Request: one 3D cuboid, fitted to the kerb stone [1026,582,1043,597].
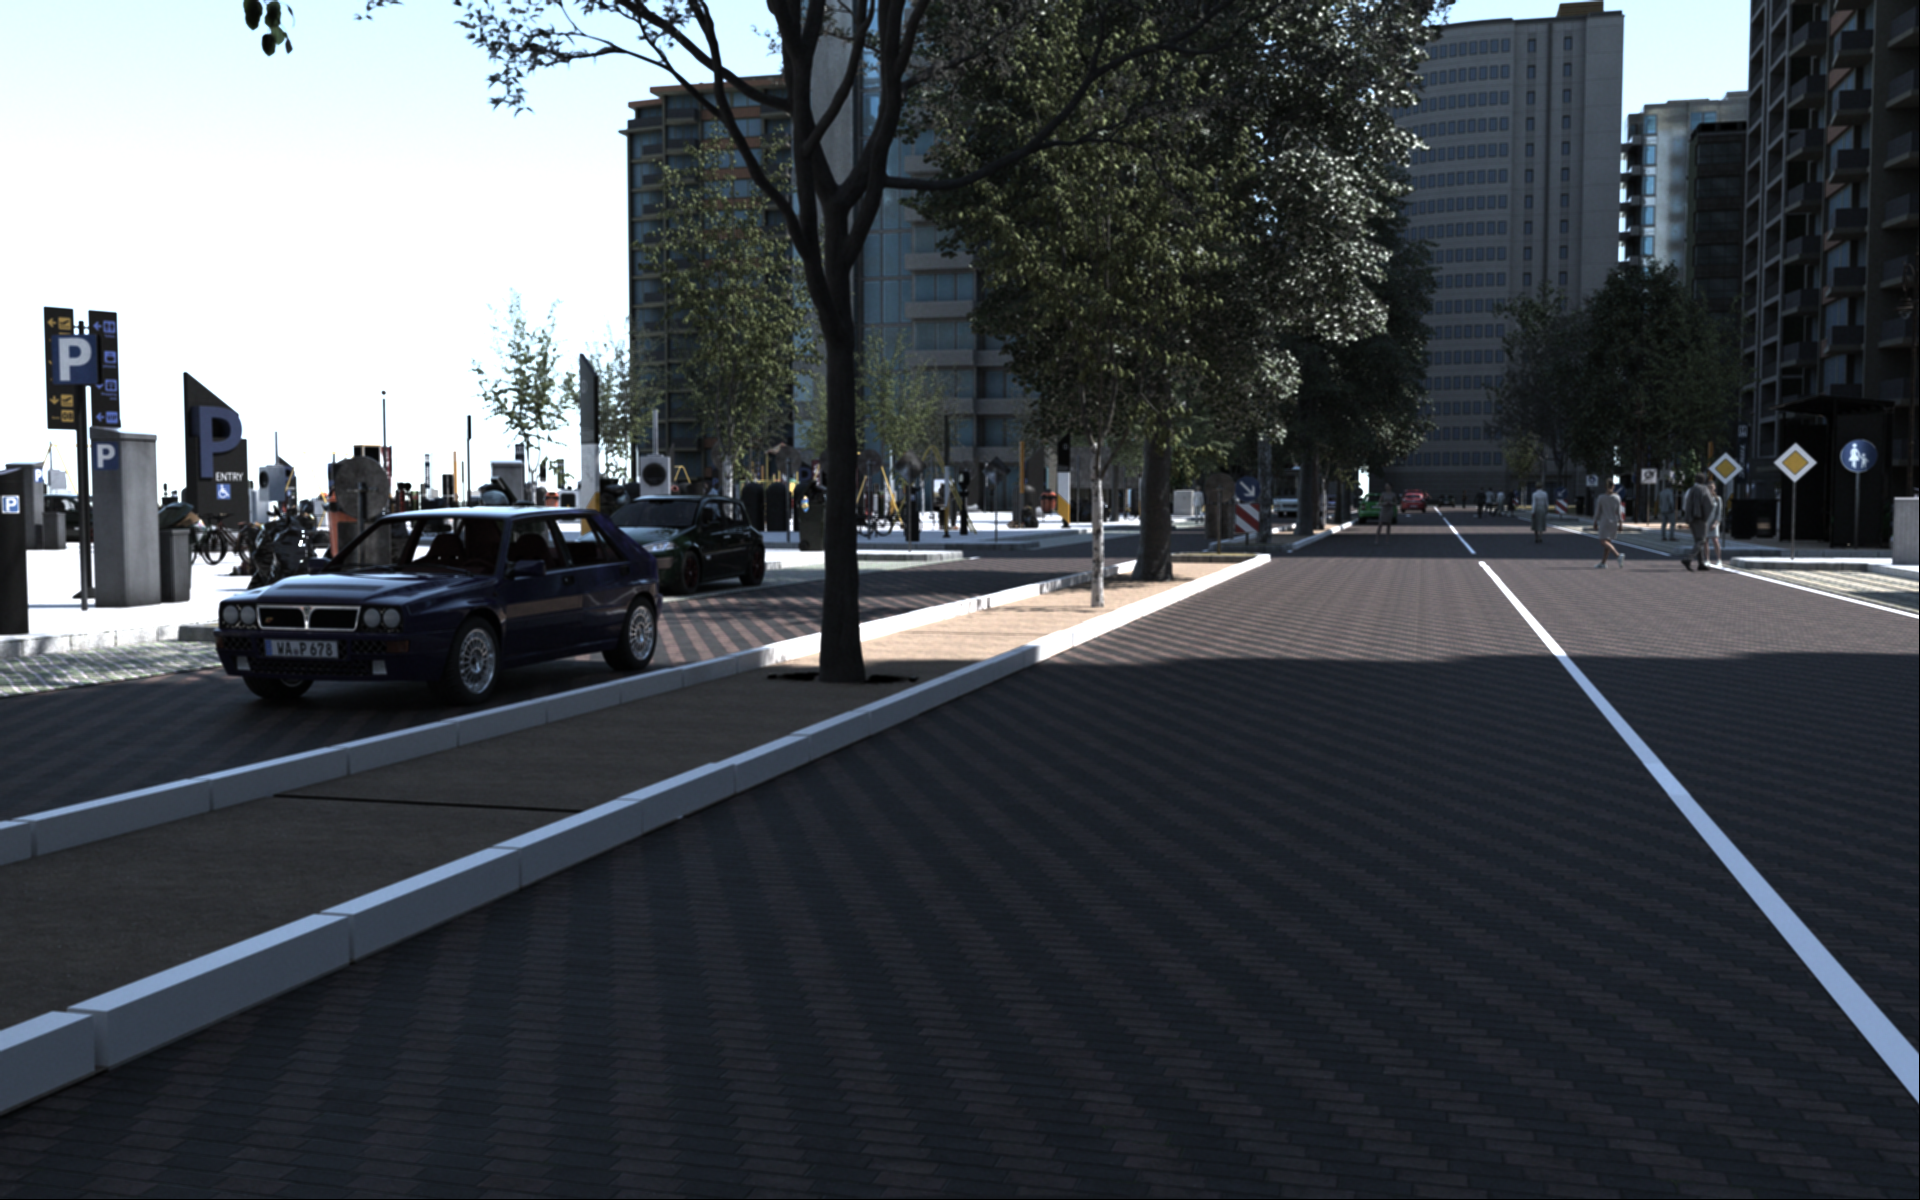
[{"bbox_3d":[0.951,-0.119,24.136,0.120,0.150,1.000,1,4,15],"label":"kerb stone"}]

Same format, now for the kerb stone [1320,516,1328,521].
[{"bbox_3d":[20.171,-4.511,95.951,0.120,0.150,1.000,1,4,15],"label":"kerb stone"}]

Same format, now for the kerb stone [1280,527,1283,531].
[{"bbox_3d":[11.958,-2.634,65.266,0.120,0.150,1.000,1,4,15],"label":"kerb stone"}]

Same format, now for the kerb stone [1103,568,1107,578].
[{"bbox_3d":[2.275,-0.417,29.092,0.120,0.150,1.000,1,4,15],"label":"kerb stone"}]

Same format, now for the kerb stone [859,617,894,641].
[{"bbox_3d":[-0.890,0.305,17.205,0.120,0.150,1.000,1,4,15],"label":"kerb stone"}]

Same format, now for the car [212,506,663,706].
[{"bbox_3d":[-3.763,-0.032,13.111,1.945,1.354,3.894,1,4,16],"label":"car"}]

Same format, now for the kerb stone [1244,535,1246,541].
[{"bbox_3d":[8.514,-1.847,52.393,0.120,0.150,1.000,1,4,15],"label":"kerb stone"}]

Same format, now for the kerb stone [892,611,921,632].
[{"bbox_3d":[-0.636,0.250,18.201,0.120,0.150,1.000,1,4,15],"label":"kerb stone"}]

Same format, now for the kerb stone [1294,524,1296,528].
[{"bbox_3d":[13.815,-3.049,72.203,0.120,0.150,1.000,1,4,15],"label":"kerb stone"}]

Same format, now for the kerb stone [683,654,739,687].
[{"bbox_3d":[-1.957,0.554,13.248,0.120,0.150,1.000,1,4,15],"label":"kerb stone"}]

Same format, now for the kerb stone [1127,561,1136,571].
[{"bbox_3d":[3.074,-0.603,32.069,0.120,0.150,1.000,1,4,15],"label":"kerb stone"}]

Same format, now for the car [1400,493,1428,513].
[{"bbox_3d":[35.039,-7.624,133.687,2.155,1.783,4.494,1,4,15],"label":"car"}]

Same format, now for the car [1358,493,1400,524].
[{"bbox_3d":[20.371,-4.618,84.295,1.959,1.807,4.718,1,4,15],"label":"car"}]

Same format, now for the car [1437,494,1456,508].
[{"bbox_3d":[51.829,-10.683,184.452,2.009,1.686,4.222,1,4,15],"label":"car"}]

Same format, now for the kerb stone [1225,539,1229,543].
[{"bbox_3d":[7.193,-1.540,47.445,0.120,0.150,1.000,1,4,15],"label":"kerb stone"}]

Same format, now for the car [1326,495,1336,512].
[{"bbox_3d":[29.082,-7.471,134.729,1.945,1.354,3.894,1,4,16],"label":"car"}]

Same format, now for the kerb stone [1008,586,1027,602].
[{"bbox_3d":[0.687,-0.058,23.143,0.120,0.150,1.000,1,4,15],"label":"kerb stone"}]

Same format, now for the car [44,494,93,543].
[{"bbox_3d":[-23.936,-2.285,47.147,4.222,1.686,2.009,1,4,15],"label":"car"}]

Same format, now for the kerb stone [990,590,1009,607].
[{"bbox_3d":[0.422,0.009,22.151,0.120,0.150,1.000,1,4,15],"label":"kerb stone"}]

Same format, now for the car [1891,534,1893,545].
[{"bbox_3d":[22.087,-1.672,36.132,4.718,1.807,1.959,1,4,13],"label":"car"}]

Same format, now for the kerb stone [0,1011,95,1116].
[{"bbox_3d":[-2.322,1.125,3.803,0.120,0.150,1.000,1,4,15],"label":"kerb stone"}]

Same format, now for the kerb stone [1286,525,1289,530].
[{"bbox_3d":[12.762,-2.816,68.229,0.120,0.150,1.000,1,4,15],"label":"kerb stone"}]

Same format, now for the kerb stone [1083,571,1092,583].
[{"bbox_3d":[2.007,-0.361,28.105,0.120,0.150,1.000,1,4,15],"label":"kerb stone"}]

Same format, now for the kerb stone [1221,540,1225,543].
[{"bbox_3d":[6.927,-1.479,46.448,0.120,0.150,1.000,1,4,15],"label":"kerb stone"}]

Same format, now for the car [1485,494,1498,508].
[{"bbox_3d":[52.266,-9.757,169.314,2.009,1.686,4.222,1,4,17],"label":"car"}]

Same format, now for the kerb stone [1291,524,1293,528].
[{"bbox_3d":[13.283,-2.933,70.220,0.120,0.150,1.000,1,4,15],"label":"kerb stone"}]

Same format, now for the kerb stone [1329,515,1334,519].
[{"bbox_3d":[21.756,-4.872,101.892,0.120,0.150,1.000,1,4,15],"label":"kerb stone"}]

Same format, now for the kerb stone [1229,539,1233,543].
[{"bbox_3d":[7.459,-1.603,48.435,0.120,0.150,1.000,1,4,15],"label":"kerb stone"}]

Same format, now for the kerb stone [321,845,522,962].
[{"bbox_3d":[-1.780,1.004,5.791,0.120,0.150,1.000,1,4,15],"label":"kerb stone"}]

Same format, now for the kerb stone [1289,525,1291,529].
[{"bbox_3d":[13.023,-2.872,69.226,0.120,0.150,1.000,1,4,15],"label":"kerb stone"}]

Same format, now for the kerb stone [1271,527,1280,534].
[{"bbox_3d":[11.695,-2.574,64.278,0.120,0.150,1.000,1,4,15],"label":"kerb stone"}]

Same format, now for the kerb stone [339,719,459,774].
[{"bbox_3d":[-3.020,0.792,9.280,0.120,0.150,1.000,1,4,15],"label":"kerb stone"}]

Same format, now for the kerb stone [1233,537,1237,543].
[{"bbox_3d":[7.714,-1.665,49.425,0.120,0.150,1.000,1,4,15],"label":"kerb stone"}]

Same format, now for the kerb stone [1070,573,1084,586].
[{"bbox_3d":[1.746,-0.301,27.117,0.120,0.150,1.000,1,4,15],"label":"kerb stone"}]

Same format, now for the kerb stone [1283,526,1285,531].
[{"bbox_3d":[12.219,-2.693,66.257,0.120,0.150,1.000,1,4,15],"label":"kerb stone"}]

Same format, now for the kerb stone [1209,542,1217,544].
[{"bbox_3d":[6.659,-1.423,45.459,0.120,0.150,1.000,1,4,15],"label":"kerb stone"}]

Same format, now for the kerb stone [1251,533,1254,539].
[{"bbox_3d":[9.037,-1.966,54.371,0.120,0.150,1.000,1,4,15],"label":"kerb stone"}]

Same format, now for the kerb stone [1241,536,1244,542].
[{"bbox_3d":[8.249,-1.787,51.406,0.120,0.150,1.000,1,4,15],"label":"kerb stone"}]

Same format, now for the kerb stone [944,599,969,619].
[{"bbox_3d":[-0.104,0.124,20.174,0.120,0.150,1.000,1,4,15],"label":"kerb stone"}]

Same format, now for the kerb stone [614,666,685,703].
[{"bbox_3d":[-2.229,0.608,12.258,0.120,0.150,1.000,1,4,15],"label":"kerb stone"}]

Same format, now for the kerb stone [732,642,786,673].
[{"bbox_3d":[-1.691,0.486,14.242,0.120,0.150,1.000,1,4,15],"label":"kerb stone"}]

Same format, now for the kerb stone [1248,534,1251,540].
[{"bbox_3d":[8.779,-1.907,53.381,0.120,0.150,1.000,1,4,15],"label":"kerb stone"}]

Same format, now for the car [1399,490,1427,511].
[{"bbox_3d":[38.716,-8.521,147.991,2.281,1.827,5.304,1,4,13],"label":"car"}]

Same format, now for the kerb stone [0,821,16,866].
[{"bbox_3d":[-3.821,0.972,6.307,0.120,0.150,1.000,1,4,15],"label":"kerb stone"}]

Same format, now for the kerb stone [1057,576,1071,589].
[{"bbox_3d":[1.482,-0.239,26.120,0.120,0.150,1.000,1,4,15],"label":"kerb stone"}]

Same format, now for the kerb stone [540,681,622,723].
[{"bbox_3d":[-2.491,0.669,11.262,0.120,0.150,1.000,1,4,15],"label":"kerb stone"}]

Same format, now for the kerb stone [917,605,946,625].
[{"bbox_3d":[-0.378,0.184,19.190,0.120,0.150,1.000,1,4,15],"label":"kerb stone"}]

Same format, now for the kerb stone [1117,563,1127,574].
[{"bbox_3d":[2.812,-0.543,31.080,0.120,0.150,1.000,1,4,15],"label":"kerb stone"}]

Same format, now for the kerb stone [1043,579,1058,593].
[{"bbox_3d":[1.217,-0.179,25.126,0.120,0.150,1.000,1,4,15],"label":"kerb stone"}]

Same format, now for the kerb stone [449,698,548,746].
[{"bbox_3d":[-2.756,0.729,10.275,0.120,0.150,1.000,1,4,15],"label":"kerb stone"}]

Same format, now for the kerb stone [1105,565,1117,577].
[{"bbox_3d":[2.541,-0.482,30.078,0.120,0.150,1.000,1,4,15],"label":"kerb stone"}]

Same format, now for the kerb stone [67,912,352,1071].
[{"bbox_3d":[-2.044,1.064,4.796,0.120,0.150,1.000,1,4,15],"label":"kerb stone"}]

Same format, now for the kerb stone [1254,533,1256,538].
[{"bbox_3d":[9.304,-2.026,55.357,0.120,0.150,1.000,1,4,15],"label":"kerb stone"}]

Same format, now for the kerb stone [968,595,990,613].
[{"bbox_3d":[0.160,0.063,21.162,0.120,0.150,1.000,1,4,15],"label":"kerb stone"}]

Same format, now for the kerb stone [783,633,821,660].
[{"bbox_3d":[-1.436,0.426,15.231,0.120,0.150,1.000,1,4,15],"label":"kerb stone"}]

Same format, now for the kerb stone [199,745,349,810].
[{"bbox_3d":[-3.290,0.853,8.294,0.120,0.150,1.000,1,4,15],"label":"kerb stone"}]

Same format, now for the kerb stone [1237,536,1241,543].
[{"bbox_3d":[7.982,-1.726,50.412,0.120,0.150,1.000,1,4,15],"label":"kerb stone"}]

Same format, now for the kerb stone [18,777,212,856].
[{"bbox_3d":[-3.555,0.911,7.302,0.120,0.150,1.000,1,4,15],"label":"kerb stone"}]

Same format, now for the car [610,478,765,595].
[{"bbox_3d":[-4.292,-0.977,25.764,2.009,1.686,4.222,1,4,15],"label":"car"}]
